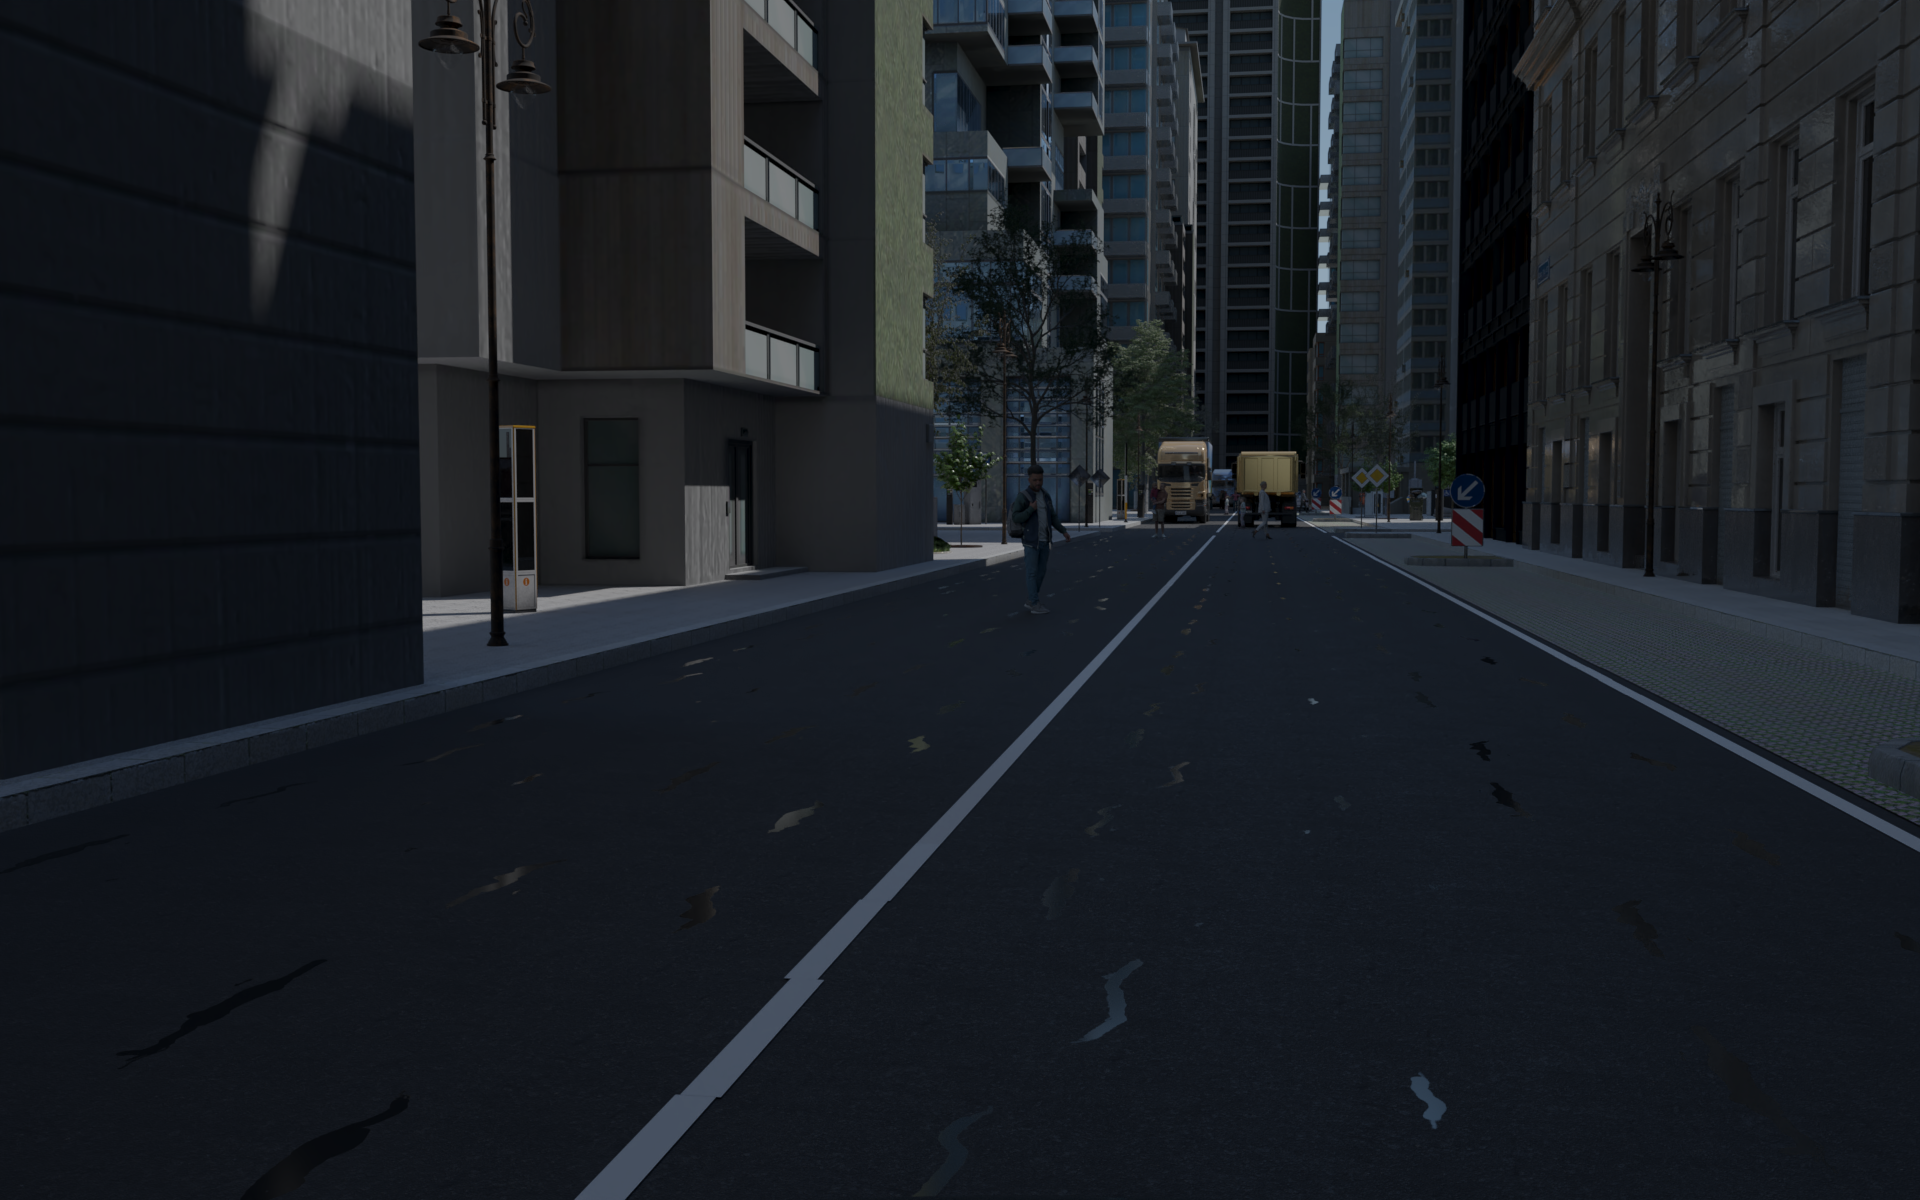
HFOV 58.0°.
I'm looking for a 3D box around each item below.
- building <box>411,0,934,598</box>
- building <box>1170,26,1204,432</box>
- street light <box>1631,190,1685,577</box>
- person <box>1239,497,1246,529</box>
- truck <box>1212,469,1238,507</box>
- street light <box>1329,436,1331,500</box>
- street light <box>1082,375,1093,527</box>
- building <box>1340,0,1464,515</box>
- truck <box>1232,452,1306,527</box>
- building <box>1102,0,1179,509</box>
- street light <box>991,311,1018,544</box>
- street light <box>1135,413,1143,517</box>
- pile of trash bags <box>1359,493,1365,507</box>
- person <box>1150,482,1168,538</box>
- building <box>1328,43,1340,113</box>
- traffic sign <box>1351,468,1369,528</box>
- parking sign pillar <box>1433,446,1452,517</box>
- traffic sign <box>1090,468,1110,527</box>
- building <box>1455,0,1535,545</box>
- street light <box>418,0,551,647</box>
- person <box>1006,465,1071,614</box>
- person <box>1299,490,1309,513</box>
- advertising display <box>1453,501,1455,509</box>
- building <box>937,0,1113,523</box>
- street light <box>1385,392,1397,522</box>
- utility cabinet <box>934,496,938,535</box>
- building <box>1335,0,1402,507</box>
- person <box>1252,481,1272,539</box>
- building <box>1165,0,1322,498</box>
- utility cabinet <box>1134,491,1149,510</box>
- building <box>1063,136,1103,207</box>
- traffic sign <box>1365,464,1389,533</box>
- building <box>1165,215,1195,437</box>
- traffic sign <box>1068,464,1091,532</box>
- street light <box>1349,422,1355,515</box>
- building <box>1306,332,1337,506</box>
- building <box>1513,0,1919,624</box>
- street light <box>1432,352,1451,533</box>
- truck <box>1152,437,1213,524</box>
[{"bbox_3d":[-8.569,-20.980,26.621,14.154,41.232,14.086,1,4,10],"label":"building"},{"bbox_3d":[14.282,-37.593,203.892,27.495,52.752,28.713,1,4,10],"label":"building"},{"bbox_3d":[10.709,-3.299,26.729,0.468,5.910,1.993,1,4,10],"label":"street light"},{"bbox_3d":[11.713,-3.616,71.899,0.394,1.301,0.425,-1,4,-17],"label":"person"},{"bbox_3d":[29.968,-12.555,195.033,2.967,4.110,18.799,1,4,11],"label":"truck"},{"bbox_3d":[29.584,-10.132,138.439,0.468,5.910,1.993,1,4,10],"label":"street light"},{"bbox_3d":[4.901,-5.761,66.974,0.468,5.910,1.993,1,4,10],"label":"street light"},{"bbox_3d":[41.721,-25.742,112.767,32.217,40.220,23.993,1,4,10],"label":"building"},{"bbox_3d":[13.877,-5.020,77.996,3.469,3.379,9.791,1,4,10],"label":"truck"},{"bbox_3d":[8.254,-32.900,157.521,23.786,49.044,30.456,1,4,10],"label":"building"},{"bbox_3d":[1.128,-4.353,43.963,0.468,5.910,1.993,1,4,10],"label":"street light"},{"bbox_3d":[9.947,-7.564,96.461,0.468,5.910,1.993,1,4,10],"label":"street light"},{"bbox_3d":[30.644,-7.690,135.486,3.447,1.369,1.912,-3,5,-42],"label":"pile of trash bags"},{"bbox_3d":[6.534,-2.976,57.128,0.580,1.828,0.573,-1,4,-12],"label":"person"},{"bbox_3d":[47.129,-33.523,167.707,23.786,49.044,30.456,1,4,10],"label":"building"},{"bbox_3d":[15.089,-3.757,65.063,0.795,2.450,0.064,1,4,10],"label":"traffic sign"},{"bbox_3d":[27.003,-6.575,95.968,1.447,3.967,1.447,1,4,21],"label":"parking sign pillar"},{"bbox_3d":[5.385,-3.858,66.718,0.795,2.450,0.064,1,4,10],"label":"traffic sign"},{"bbox_3d":[20.999,-13.318,47.422,12.332,23.373,15.834,1,4,10],"label":"building"},{"bbox_3d":[-3.912,-2.550,14.475,0.468,5.910,1.993,1,4,10],"label":"street light"},{"bbox_3d":[0.908,-0.732,20.822,0.721,1.781,0.623,3,5,39],"label":"person"},{"bbox_3d":[26.123,-7.495,131.448,0.834,1.777,0.661,2,4,27],"label":"person"},{"bbox_3d":[22.257,-4.352,76.368,0.974,1.923,0.123,2,4,33],"label":"advertising display"},{"bbox_3d":[-2.567,-47.585,90.681,22.319,86.520,31.000,1,4,10],"label":"building"},{"bbox_3d":[19.577,-6.490,78.902,0.468,5.910,1.993,1,4,10],"label":"street light"},{"bbox_3d":[-1.161,-2.342,49.450,1.020,1.237,0.306,-1,4,-21],"label":"utility cabinet"},{"bbox_3d":[38.815,-28.251,145.498,14.154,41.232,14.086,1,4,10],"label":"building"},{"bbox_3d":[9.579,-2.848,54.940,0.818,1.842,0.514,-1,4,-17],"label":"person"},{"bbox_3d":[37.386,-48.490,231.056,20.611,71.187,20.563,1,4,10],"label":"building"},{"bbox_3d":[14.046,-7.671,134.092,1.173,1.500,0.318,-1,4,-21],"label":"utility cabinet"},{"bbox_3d":[2.484,-21.454,122.469,14.160,30.474,14.107,1,4,10],"label":"building"},{"bbox_3d":[13.758,-3.275,57.189,0.795,2.450,0.064,1,4,10],"label":"traffic sign"},{"bbox_3d":[16.848,-24.923,179.195,14.160,30.474,14.107,1,4,10],"label":"building"},{"bbox_3d":[4.054,-3.376,58.844,0.795,2.450,0.064,1,4,10],"label":"traffic sign"},{"bbox_3d":[24.570,-8.298,108.456,0.468,5.910,1.993,1,4,10],"label":"street light"},{"bbox_3d":[54.059,-21.552,197.421,27.650,21.520,28.899,1,4,10],"label":"building"},{"bbox_3d":[16.840,-14.067,27.262,12.463,27.353,25.104,1,4,10],"label":"building"},{"bbox_3d":[15.662,-5.118,56.464,0.468,5.910,1.993,1,4,10],"label":"street light"},{"bbox_3d":[11.391,-6.038,87.629,2.839,4.237,11.283,1,4,10],"label":"truck"}]
